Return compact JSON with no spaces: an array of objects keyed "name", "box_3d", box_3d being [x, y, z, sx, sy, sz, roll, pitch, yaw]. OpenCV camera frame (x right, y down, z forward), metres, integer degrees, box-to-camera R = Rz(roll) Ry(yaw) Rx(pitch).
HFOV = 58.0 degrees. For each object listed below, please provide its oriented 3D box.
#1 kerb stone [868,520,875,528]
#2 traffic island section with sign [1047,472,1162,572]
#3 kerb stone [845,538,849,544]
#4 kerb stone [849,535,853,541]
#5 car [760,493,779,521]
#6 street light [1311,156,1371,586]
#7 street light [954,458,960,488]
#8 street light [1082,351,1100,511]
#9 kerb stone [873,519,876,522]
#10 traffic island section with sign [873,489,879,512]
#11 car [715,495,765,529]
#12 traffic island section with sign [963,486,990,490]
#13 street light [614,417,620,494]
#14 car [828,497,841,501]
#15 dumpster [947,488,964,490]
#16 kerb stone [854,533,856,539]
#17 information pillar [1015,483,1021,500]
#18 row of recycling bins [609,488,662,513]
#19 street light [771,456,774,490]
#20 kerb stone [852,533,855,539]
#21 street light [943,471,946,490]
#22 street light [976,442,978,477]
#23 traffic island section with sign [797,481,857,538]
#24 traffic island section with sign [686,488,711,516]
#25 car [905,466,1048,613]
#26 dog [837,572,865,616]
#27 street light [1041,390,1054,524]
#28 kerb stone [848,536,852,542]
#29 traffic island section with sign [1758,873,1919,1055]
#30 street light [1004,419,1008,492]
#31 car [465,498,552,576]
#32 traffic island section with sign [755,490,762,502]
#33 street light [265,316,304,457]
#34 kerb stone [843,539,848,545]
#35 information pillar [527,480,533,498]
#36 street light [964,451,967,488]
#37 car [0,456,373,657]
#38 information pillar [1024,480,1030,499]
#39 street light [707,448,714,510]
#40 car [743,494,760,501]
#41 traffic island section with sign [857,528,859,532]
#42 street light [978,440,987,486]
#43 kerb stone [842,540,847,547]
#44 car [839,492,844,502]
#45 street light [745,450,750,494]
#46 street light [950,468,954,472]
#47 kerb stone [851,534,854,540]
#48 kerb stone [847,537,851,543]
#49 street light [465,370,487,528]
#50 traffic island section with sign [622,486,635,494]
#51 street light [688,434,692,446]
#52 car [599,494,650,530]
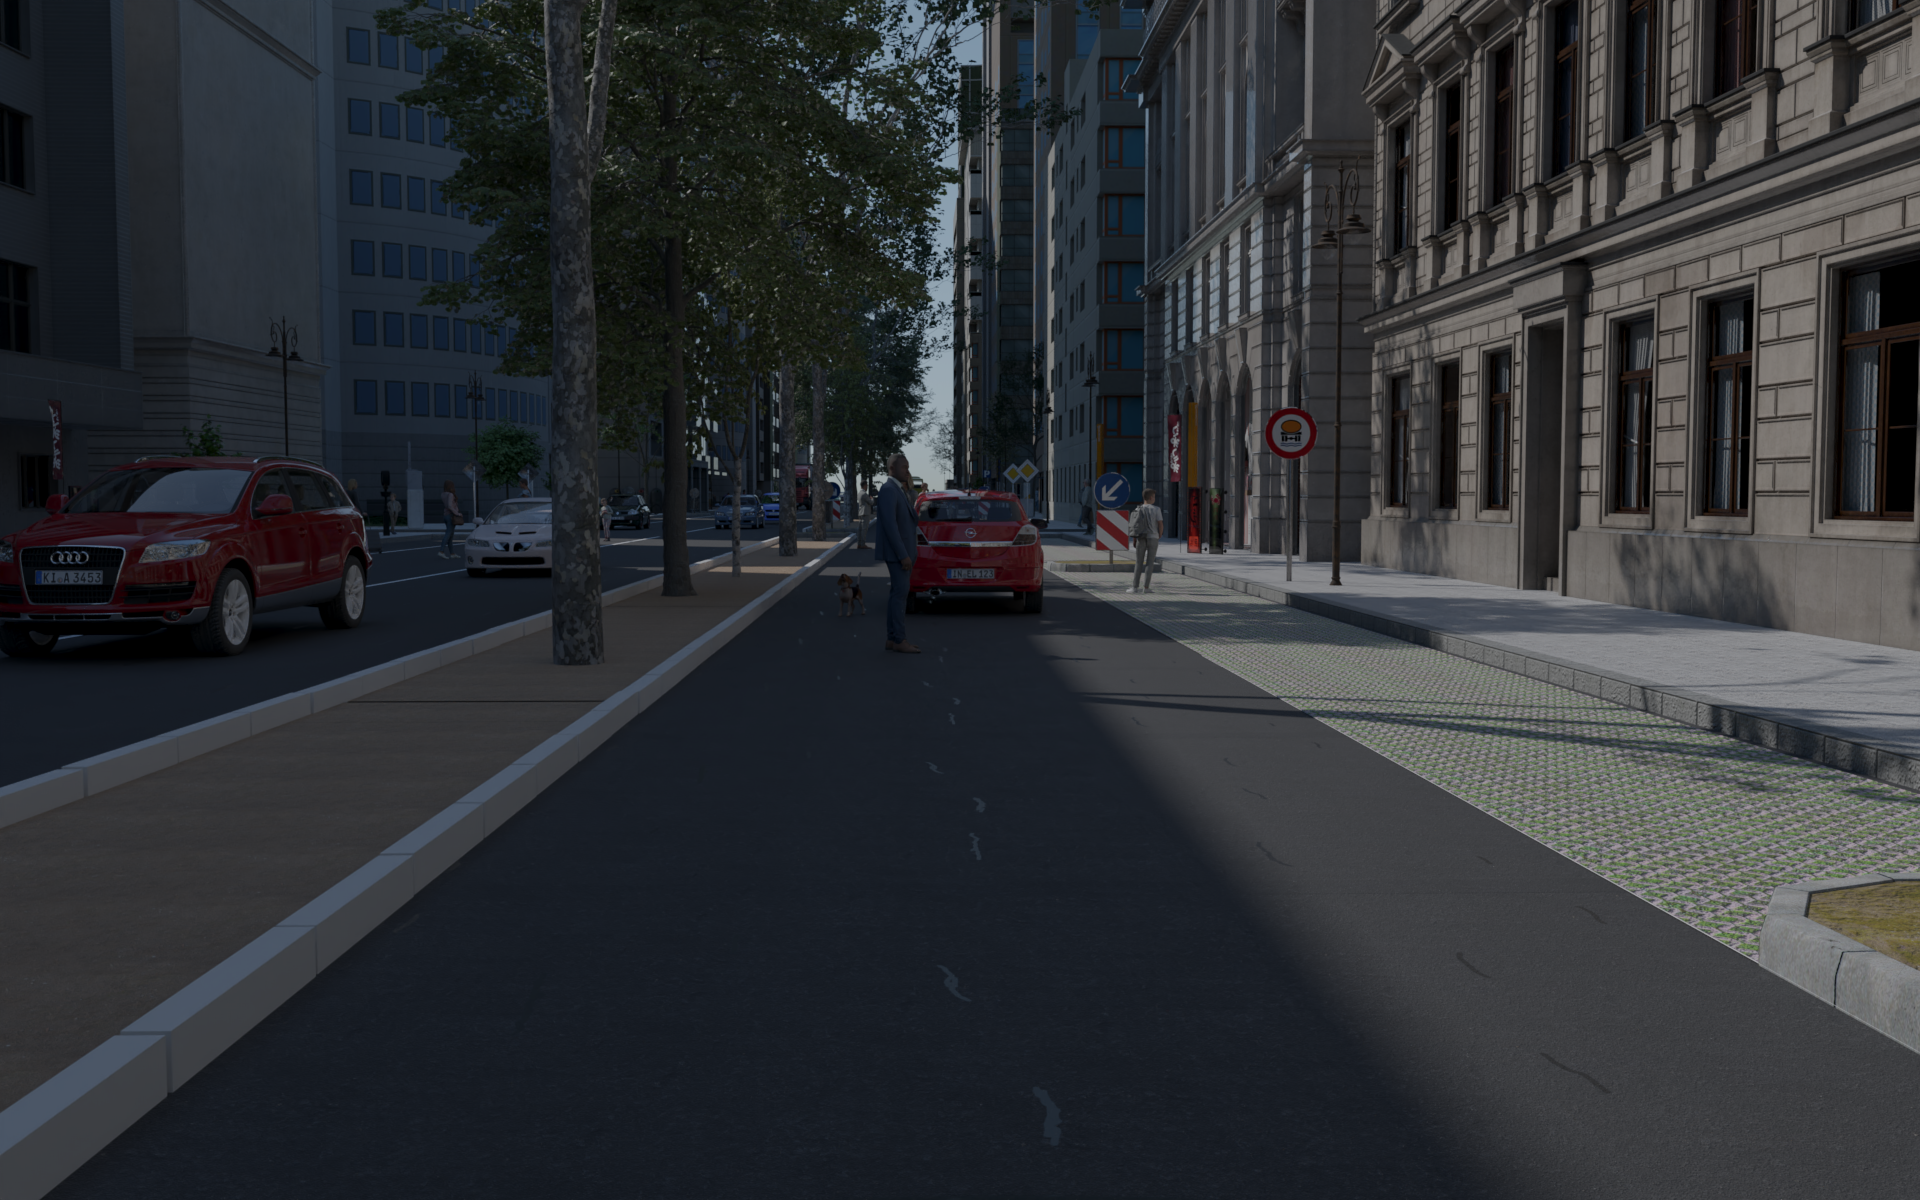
[{"name":"kerb stone","box_3d":[-4.115,-3.534,79.970,0.120,0.150,1.000,0,4,-2]},{"name":"traffic island section with sign","box_3d":[2.647,-1.453,32.388,1.989,1.847,2.006,0,4,-2]},{"name":"kerb stone","box_3d":[-3.196,-1.558,47.688,0.120,0.150,1.000,0,4,-2]},{"name":"kerb stone","box_3d":[-3.277,-1.747,50.756,0.120,0.150,1.000,0,4,-2]},{"name":"car","box_3d":[-8.879,-4.520,83.494,1.945,1.707,3.694,0,4,-3]},{"name":"street light","box_3d":[5.276,-3.140,24.131,0.468,5.910,1.993,0,4,-2]},{"name":"street light","box_3d":[-0.219,-14.894,216.310,0.468,5.910,1.993,0,4,-2]},{"name":"street light","box_3d":[4.228,-5.099,56.150,0.468,5.910,1.993,0,4,-2]},{"name":"kerb stone","box_3d":[-4.178,-3.647,82.023,0.120,0.150,1.000,0,4,-2]},{"name":"traffic island section with sign","box_3d":[-6.896,-8.044,139.649,2.006,1.907,1.989,0,4,-2]},{"name":"car","box_3d":[-9.145,-3.680,72.170,2.014,1.417,4.499,0,4,-1]},{"name":"traffic island section with sign","box_3d":[1.079,-4.819,87.420,1.989,1.847,2.006,0,4,-2]},{"name":"street light","box_3d":[-19.013,-7.569,96.549,0.468,5.910,1.993,0,4,-2]},{"name":"car","box_3d":[-16.773,-13.506,229.626,1.959,1.807,4.718,0,4,-1]},{"name":"dumpster","box_3d":[-0.096,-7.588,132.274,1.865,1.857,1.264,0,4,-3]},{"name":"kerb stone","box_3d":[-3.378,-1.935,53.836,0.120,0.150,1.000,0,4,-2]},{"name":"information pillar","box_3d":[3.946,-6.940,117.966,0.304,2.012,0.304,-1,4,-15]},{"name":"row of recycling bins","box_3d":[-21.510,-6.593,114.907,3.534,1.692,1.069,0,4,-1]},{"name":"street light","box_3d":[-22.149,-14.197,204.901,0.468,5.910,1.993,0,4,-2]},{"name":"kerb stone","box_3d":[-3.349,-1.873,52.814,0.120,0.150,1.000,0,4,-2]},{"name":"street light","box_3d":[-2.690,-19.977,299.418,0.468,5.910,1.993,0,4,-2]},{"name":"street light","box_3d":[1.558,-11.027,153.080,0.468,5.910,1.993,0,4,-2]},{"name":"traffic island section with sign","box_3d":[-4.533,-2.997,57.137,2.006,1.907,1.989,0,4,-2]},{"name":"traffic island section with sign","box_3d":[-17.527,-6.469,114.401,1.989,1.847,2.006,0,4,-2]},{"name":"car","box_3d":[0.088,-0.811,22.302,2.155,1.783,4.494,0,4,-1]},{"name":"dog","box_3d":[-1.281,-0.070,20.434,0.406,0.507,0.540,-1,4,-20]},{"name":"street light","box_3d":[3.820,-6.271,75.313,0.468,5.910,1.993,0,4,-2]},{"name":"kerb stone","box_3d":[-3.252,-1.684,49.732,0.120,0.150,1.000,0,4,-2]},{"name":"traffic island section with sign","box_3d":[3.435,0.233,4.818,1.989,1.847,2.006,0,4,-2]},{"name":"street light","box_3d":[2.802,-8.204,106.924,0.468,5.910,1.993,0,4,-2]},{"name":"car","box_3d":[-7.762,-1.186,31.760,2.083,1.381,4.827,0,4,-4]},{"name":"traffic island section with sign","box_3d":[-18.920,-9.433,162.860,1.989,1.847,2.006,0,4,-2]},{"name":"street light","box_3d":[-17.538,-4.423,45.097,0.468,5.910,1.993,0,4,-2]},{"name":"kerb stone","box_3d":[-3.166,-1.497,46.663,0.120,0.150,1.000,0,4,-2]},{"name":"information pillar","box_3d":[-19.860,-5.404,79.711,0.504,3.616,0.183,1,4,21]},{"name":"street light","box_3d":[0.590,-12.961,184.693,0.468,5.910,1.993,0,4,-2]},{"name":"car","box_3d":[-7.435,-0.507,16.963,2.281,1.827,5.304,0,4,-1]},{"name":"information pillar","box_3d":[4.823,-8.193,125.317,0.504,3.616,0.183,0,4,4]},{"name":"street light","box_3d":[-20.298,-10.303,141.249,0.468,5.910,1.993,0,4,-2]},{"name":"car","box_3d":[-14.977,-6.688,121.357,2.014,1.417,4.499,0,4,-1]},{"name":"traffic island section with sign","box_3d":[-4.735,-3.450,64.541,2.006,1.907,1.989,0,4,-2]},{"name":"street light","box_3d":[1.901,-10.174,139.132,0.468,5.910,1.993,0,4,-2]},{"name":"kerb stone","box_3d":[-3.132,-1.433,45.629,0.120,0.150,1.000,0,4,-2]},{"name":"car","box_3d":[-18.558,-15.969,269.760,2.281,1.827,5.304,0,4,-3]},{"name":"street light","box_3d":[-21.192,-12.263,173.288,0.468,5.910,1.993,0,4,-2]},{"name":"street light","box_3d":[-0.820,-16.036,234.976,0.468,5.910,1.993,0,4,-2]},{"name":"kerb stone","box_3d":[-3.311,-1.810,51.793,0.120,0.150,1.000,0,4,-2]},{"name":"kerb stone","box_3d":[-3.227,-1.622,48.710,0.120,0.150,1.000,0,4,-2]},{"name":"street light","box_3d":[-18.037,-5.616,64.615,0.468,5.910,1.993,0,4,-2]},{"name":"traffic island section with sign","box_3d":[-16.765,-4.821,87.457,1.989,1.847,2.006,0,4,-2]},{"name":"street light","box_3d":[-19.938,-9.503,128.163,0.468,5.910,1.993,0,4,-2]},{"name":"car","box_3d":[-13.659,-3.711,70.462,2.009,1.686,4.222,0,4,-3]}]
